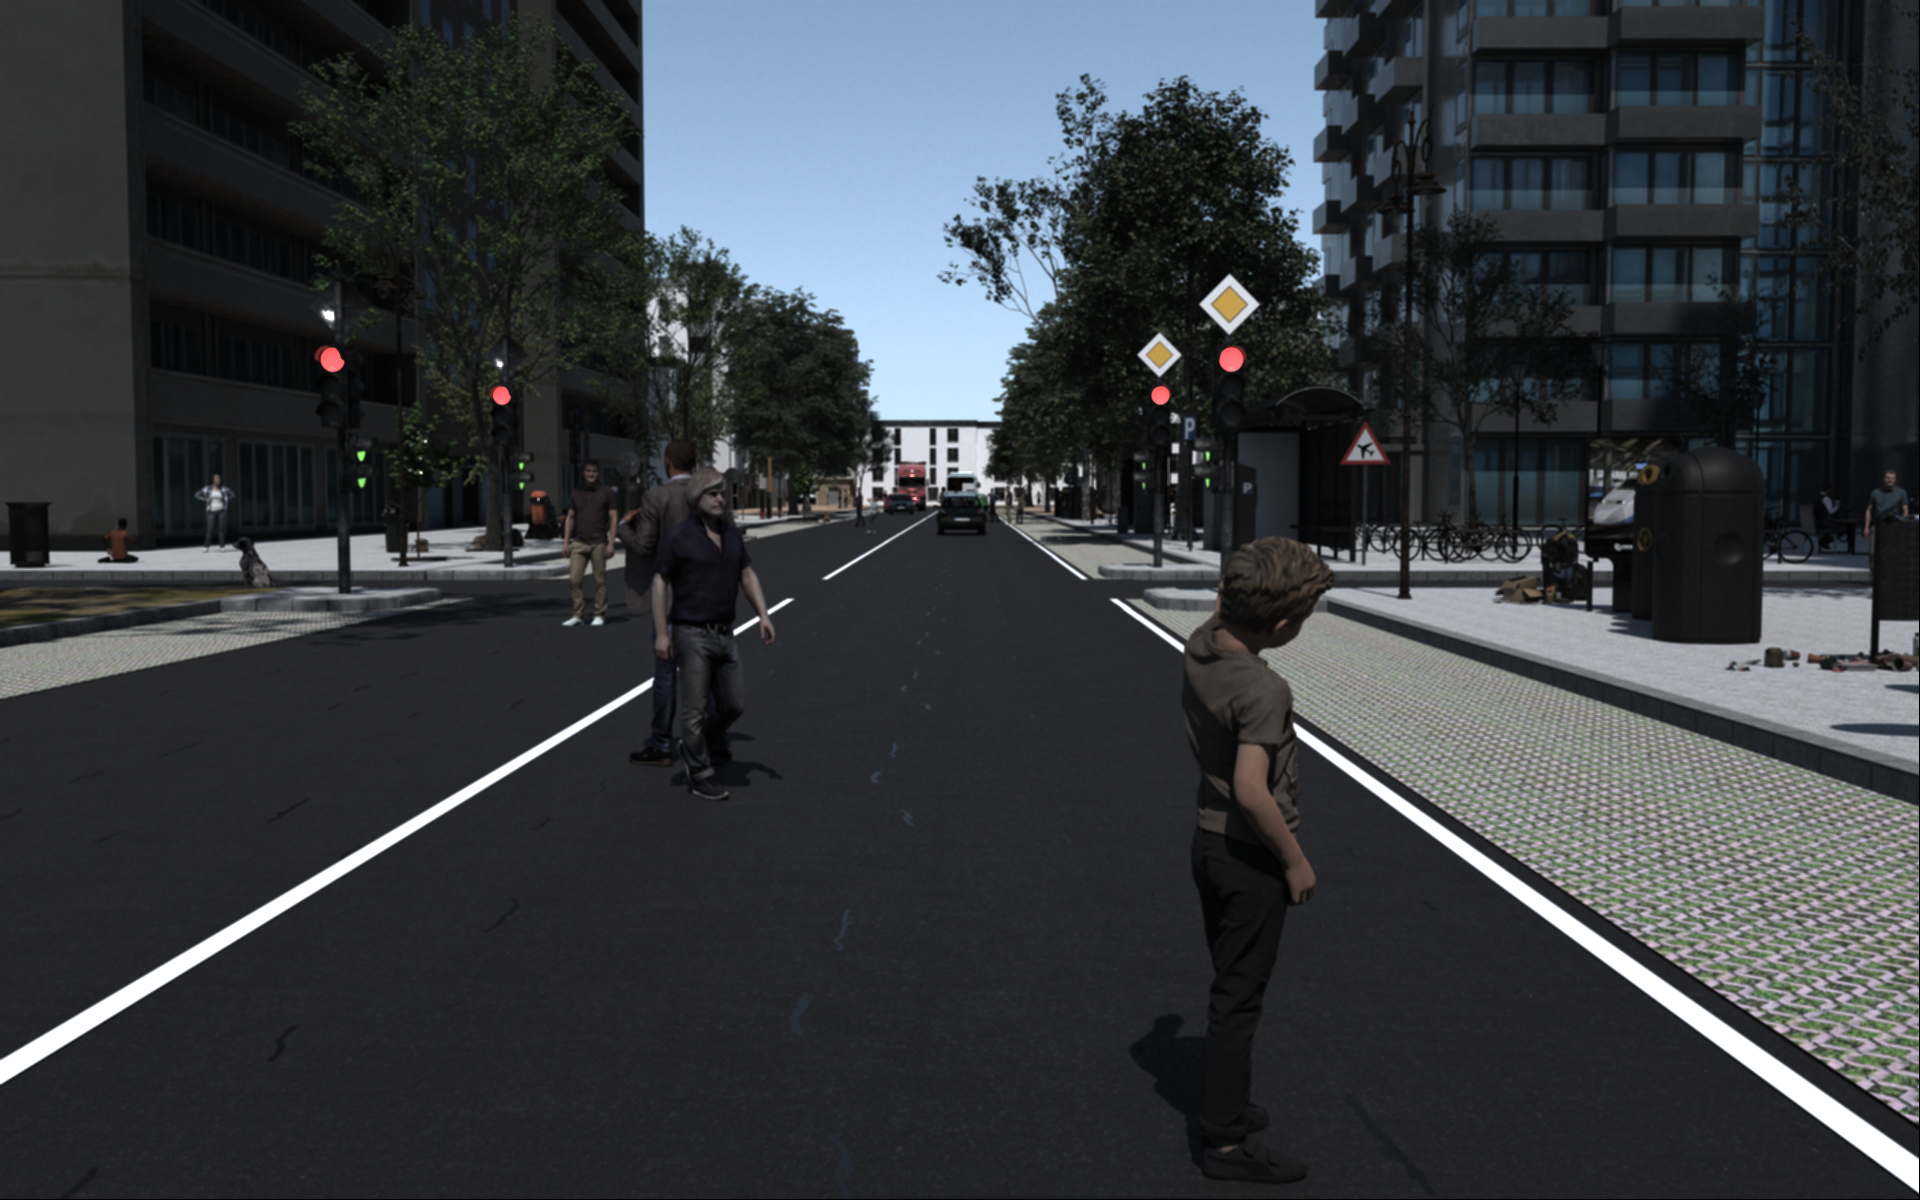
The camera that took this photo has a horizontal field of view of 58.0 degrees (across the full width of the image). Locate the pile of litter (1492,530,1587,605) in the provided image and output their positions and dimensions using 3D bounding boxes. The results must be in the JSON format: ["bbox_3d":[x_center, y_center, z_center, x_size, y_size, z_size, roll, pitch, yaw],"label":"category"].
[{"bbox_3d":[6.947,-0.419,20.812,1.719,0.858,1.176,-3,4,-36],"label":"pile of litter"}]

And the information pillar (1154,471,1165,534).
[{"bbox_3d":[6.395,-3.122,55.538,0.304,2.012,0.304,0,4,1],"label":"information pillar"}]

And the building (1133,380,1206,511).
[{"bbox_3d":[18.430,-11.360,127.883,9.099,9.664,28.070,0,4,0],"label":"building"}]

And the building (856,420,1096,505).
[{"bbox_3d":[1.904,-15.854,201.366,28.070,9.664,9.099,0,4,0],"label":"building"}]

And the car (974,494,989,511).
[{"bbox_3d":[1.426,-8.269,143.989,1.959,1.807,4.718,0,4,-2],"label":"car"}]

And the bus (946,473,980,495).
[{"bbox_3d":[0.266,-9.842,155.769,2.948,3.499,13.247,0,4,2],"label":"bus"}]

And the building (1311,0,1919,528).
[{"bbox_3d":[28.375,-27.940,76.430,23.786,49.044,30.456,0,4,0],"label":"building"}]

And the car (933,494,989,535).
[{"bbox_3d":[0.044,-3.176,61.720,2.009,1.686,4.222,0,4,-1],"label":"car"}]

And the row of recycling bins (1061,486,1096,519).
[{"bbox_3d":[6.124,-5.017,89.134,1.069,1.692,3.534,-1,4,-16],"label":"row of recycling bins"}]

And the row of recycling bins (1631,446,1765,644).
[{"bbox_3d":[6.976,-0.567,16.376,1.069,1.692,3.534,1,4,18],"label":"row of recycling bins"}]

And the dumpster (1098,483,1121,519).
[{"bbox_3d":[7.864,-5.147,89.904,1.264,1.857,1.865,0,4,0],"label":"dumpster"}]

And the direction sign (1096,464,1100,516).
[{"bbox_3d":[8.119,-6.711,101.722,0.379,3.537,0.876,1,4,12],"label":"direction sign"}]

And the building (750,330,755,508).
[{"bbox_3d":[-26.229,-18.029,151.195,16.016,20.091,11.380,0,4,0],"label":"building"}]

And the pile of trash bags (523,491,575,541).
[{"bbox_3d":[-11.529,-2.418,49.281,1.912,1.369,3.447,0,4,3],"label":"pile of trash bags"}]

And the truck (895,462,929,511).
[{"bbox_3d":[-4.207,-9.952,151.625,2.839,4.237,11.283,0,4,-2],"label":"truck"}]

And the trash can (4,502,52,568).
[{"bbox_3d":[-16.259,-1.137,30.251,0.748,1.137,0.748,0,3,0],"label":"trash can"}]

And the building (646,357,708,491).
[{"bbox_3d":[-21.976,-10.876,119.974,9.099,9.664,28.070,0,4,0],"label":"building"}]

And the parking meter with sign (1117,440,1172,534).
[{"bbox_3d":[5.987,-3.670,56.270,1.738,3.016,0.543,0,4,4],"label":"parking meter with sign"}]

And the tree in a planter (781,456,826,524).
[{"bbox_3d":[-7.396,-5.180,81.908,1.991,3.239,1.994,0,4,0],"label":"tree in a planter"}]

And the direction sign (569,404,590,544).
[{"bbox_3d":[-9.808,-3.190,44.155,0.379,3.537,0.876,-2,4,-28],"label":"direction sign"}]

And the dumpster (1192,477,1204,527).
[{"bbox_3d":[7.816,-3.034,55.360,1.264,1.857,1.865,0,4,0],"label":"dumpster"}]

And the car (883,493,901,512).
[{"bbox_3d":[-4.962,-7.788,136.376,2.155,1.783,4.494,0,4,1],"label":"car"}]

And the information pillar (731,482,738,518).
[{"bbox_3d":[-11.896,-5.311,91.322,0.304,2.012,0.304,-2,4,-25],"label":"information pillar"}]

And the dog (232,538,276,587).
[{"bbox_3d":[-9.869,-0.457,24.306,0.513,0.831,0.800,-2,4,-32],"label":"dog"}]

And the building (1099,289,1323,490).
[{"bbox_3d":[22.113,-17.790,157.323,16.747,18.905,31.486,0,4,0],"label":"building"}]

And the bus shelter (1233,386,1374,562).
[{"bbox_3d":[6.736,-2.522,35.152,2.014,3.302,5.546,0,4,0],"label":"bus shelter"}]

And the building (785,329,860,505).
[{"bbox_3d":[-17.963,-21.337,205.277,11.380,20.091,16.016,0,4,0],"label":"building"}]

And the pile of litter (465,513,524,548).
[{"bbox_3d":[-11.230,-1.698,41.731,1.176,0.858,1.719,3,4,38],"label":"pile of litter"}]

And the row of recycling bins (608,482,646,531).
[{"bbox_3d":[-11.231,-3.142,58.486,1.069,1.692,3.534,-1,4,-20],"label":"row of recycling bins"}]

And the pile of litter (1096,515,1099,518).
[{"bbox_3d":[6.925,-4.897,94.023,1.176,0.858,1.719,-2,4,-26],"label":"pile of litter"}]

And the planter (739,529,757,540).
[{"bbox_3d":[-7.501,-2.069,54.971,1.991,0.319,1.994,0,4,0],"label":"planter"}]

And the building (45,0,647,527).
[{"bbox_3d":[-27.986,-28.154,84.020,21.300,48.544,21.600,0,4,0],"label":"building"}]

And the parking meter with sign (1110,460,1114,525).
[{"bbox_3d":[7.120,-4.650,72.292,1.738,3.016,0.543,1,4,16],"label":"parking meter with sign"}]

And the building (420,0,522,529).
[{"bbox_3d":[-25.749,-25.452,66.243,14.600,45.320,14.200,0,4,0],"label":"building"}]

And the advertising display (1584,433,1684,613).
[{"bbox_3d":[7.256,-0.824,18.682,0.974,1.923,0.123,2,4,30],"label":"advertising display"}]

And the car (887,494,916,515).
[{"bbox_3d":[-4.128,-6.870,122.105,2.009,1.686,4.222,0,4,-1],"label":"car"}]

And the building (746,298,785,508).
[{"bbox_3d":[-33.324,-18.270,165.175,31.486,18.905,16.747,0,4,0],"label":"building"}]

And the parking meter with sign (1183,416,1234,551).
[{"bbox_3d":[5.915,-2.624,39.157,1.738,3.016,0.543,-2,4,-26],"label":"parking meter with sign"}]

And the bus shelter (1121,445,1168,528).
[{"bbox_3d":[7.095,-4.706,68.234,1.731,3.624,6.357,0,4,0],"label":"bus shelter"}]

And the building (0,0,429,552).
[{"bbox_3d":[-28.951,-25.932,47.693,21.300,48.544,21.600,0,4,0],"label":"building"}]

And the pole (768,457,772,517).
[{"bbox_3d":[-10.437,-6.193,95.102,0.158,3.312,0.155,0,3,0],"label":"pole"}]

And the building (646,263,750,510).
[{"bbox_3d":[-25.946,-17.334,139.835,16.016,20.091,11.380,0,4,0],"label":"building"}]

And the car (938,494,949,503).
[{"bbox_3d":[-0.265,-5.490,99.555,2.009,1.686,4.222,0,4,-1],"label":"car"}]
